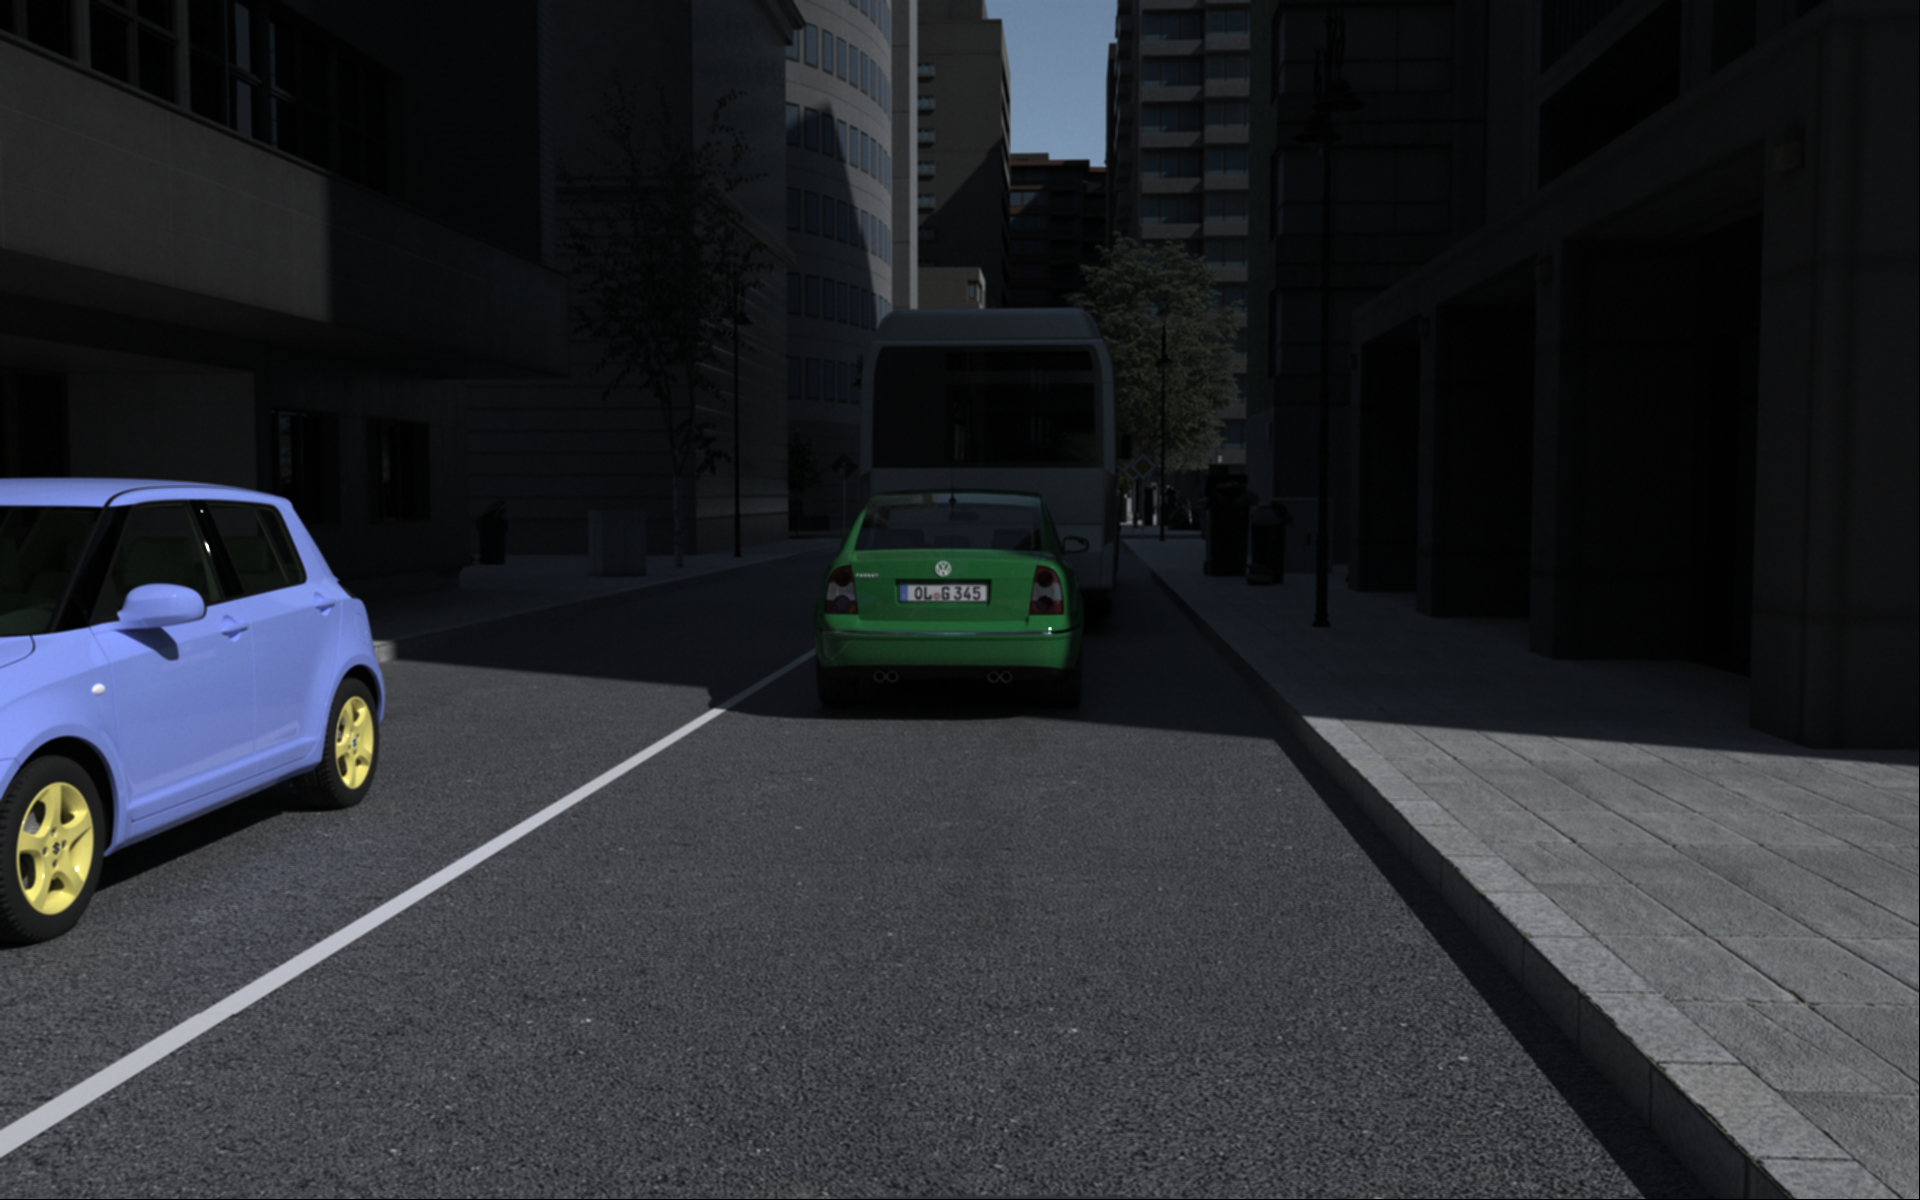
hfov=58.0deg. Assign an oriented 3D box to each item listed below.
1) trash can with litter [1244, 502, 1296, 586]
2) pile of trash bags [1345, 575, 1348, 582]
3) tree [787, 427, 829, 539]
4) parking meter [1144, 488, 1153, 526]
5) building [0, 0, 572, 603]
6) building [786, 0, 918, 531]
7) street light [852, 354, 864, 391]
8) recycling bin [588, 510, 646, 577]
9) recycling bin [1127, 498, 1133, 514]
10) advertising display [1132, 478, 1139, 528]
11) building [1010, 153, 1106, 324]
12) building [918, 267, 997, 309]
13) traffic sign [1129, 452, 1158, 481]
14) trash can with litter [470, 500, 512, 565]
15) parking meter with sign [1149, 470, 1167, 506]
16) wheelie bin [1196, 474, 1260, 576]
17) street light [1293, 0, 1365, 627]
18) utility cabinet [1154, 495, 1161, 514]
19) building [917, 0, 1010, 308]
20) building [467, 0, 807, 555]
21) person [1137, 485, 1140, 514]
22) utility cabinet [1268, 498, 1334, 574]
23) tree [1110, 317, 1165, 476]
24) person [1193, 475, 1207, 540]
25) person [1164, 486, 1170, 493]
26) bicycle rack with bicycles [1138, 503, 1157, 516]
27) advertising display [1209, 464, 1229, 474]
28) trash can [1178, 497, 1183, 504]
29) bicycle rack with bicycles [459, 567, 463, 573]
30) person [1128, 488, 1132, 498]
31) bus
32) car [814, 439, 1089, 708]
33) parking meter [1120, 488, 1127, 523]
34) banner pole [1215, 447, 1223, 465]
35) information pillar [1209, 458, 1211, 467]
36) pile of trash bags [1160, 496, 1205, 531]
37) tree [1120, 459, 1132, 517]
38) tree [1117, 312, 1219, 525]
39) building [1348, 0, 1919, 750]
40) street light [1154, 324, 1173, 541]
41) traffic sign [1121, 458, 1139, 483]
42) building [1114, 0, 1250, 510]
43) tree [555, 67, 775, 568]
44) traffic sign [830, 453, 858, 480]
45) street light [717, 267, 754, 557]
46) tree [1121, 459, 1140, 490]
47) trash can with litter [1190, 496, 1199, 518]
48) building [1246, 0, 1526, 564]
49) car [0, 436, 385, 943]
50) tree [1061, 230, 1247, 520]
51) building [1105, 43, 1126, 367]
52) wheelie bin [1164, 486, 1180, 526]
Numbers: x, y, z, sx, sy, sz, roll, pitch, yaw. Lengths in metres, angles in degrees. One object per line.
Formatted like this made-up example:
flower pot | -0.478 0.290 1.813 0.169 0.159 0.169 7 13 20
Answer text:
trash can with litter | 4.408 -0.813 24.675 0.624 1.170 1.055 1 4 18
pile of trash bags | 7.436 -0.955 25.375 3.447 1.369 1.912 -2 4 -31
tree | -4.587 -3.388 50.002 1.663 3.219 1.824 0 3 0
parking meter | 7.643 -3.782 70.241 0.372 1.533 0.369 0 3 0
building | -13.139 -11.581 8.410 14.314 24.678 30.058 0 4 4
building | -13.465 -32.322 70.467 21.231 58.520 28.212 0 4 4
street light | -3.249 -5.165 57.243 0.468 5.910 1.993 0 4 4
recycling bin | -5.403 -0.902 27.294 0.722 1.027 0.722 -2 4 -30
recycling bin | 10.896 -6.051 111.490 0.722 1.027 0.722 -1 4 -13
advertising display | 6.643 -3.699 65.696 0.123 1.923 0.974 0 4 -3
building | 7.548 -34.913 225.458 28.867 44.769 22.147 0 4 4
building | -11.354 -18.492 147.376 27.650 21.520 28.899 0 4 4
traffic sign | 5.101 -2.808 48.108 0.795 2.593 0.064 0 4 4
trash can with litter | -8.730 -1.229 31.477 1.055 1.170 0.624 -2 4 -29
parking meter with sign | 12.890 -7.288 115.426 1.738 3.016 0.543 -1 4 -19
wheelie bin | 4.211 -1.176 27.129 0.980 1.594 0.693 0 4 -3
street light | 3.500 -2.679 16.598 0.468 5.910 1.993 0 4 4
utility cabinet | 12.819 -6.188 112.327 0.306 1.237 1.020 1 4 16
building | -6.089 -33.540 172.074 21.300 48.544 21.600 0 4 4
building | -16.657 -12.260 42.257 24.055 21.916 13.314 0 4 4
person | 11.416 -6.328 109.281 0.755 1.850 0.659 -1 4 -19
utility cabinet | 5.548 -1.043 28.211 1.020 1.237 0.306 2 4 32
tree | 9.920 -11.694 109.317 7.486 12.596 7.792 0 3 0
person | 6.922 -2.602 48.701 0.709 1.813 0.853 -2 4 -27
person | 11.801 -5.621 98.439 0.515 1.767 0.782 -3 4 -36
bicycle rack with bicycles | 11.849 -5.374 101.253 2.852 0.926 2.925 3 4 37
advertising display | 5.674 -2.006 38.016 0.123 1.923 0.974 -1 4 -10
trash can | 9.453 -3.952 76.269 0.748 1.137 0.748 0 3 0
bicycle rack with bicycles | -8.948 -0.801 26.479 2.925 0.926 2.852 0 4 7
person | 12.223 -7.157 123.160 0.635 1.810 0.391 1 4 21
bus | 0.896 -1.768 23.772 2.948 3.499 13.247 0 4 5
car | 0.004 -0.257 13.004 1.959 1.807 4.718 0 4 3
parking meter | 7.265 -4.219 77.395 0.372 1.533 0.369 0 3 0
banner pole | 13.911 -6.314 93.250 0.401 3.779 0.863 3 4 38
information pillar | 16.143 -7.362 111.726 0.183 3.616 0.504 1 4 13
pile of trash bags | 9.197 -3.186 61.842 3.447 1.369 1.912 -2 4 -30
tree | 8.881 -6.199 95.952 1.663 3.219 1.824 0 3 0
tree | 8.312 -7.386 71.118 4.737 8.622 4.395 0 3 0
building | 14.758 -34.993 10.381 20.563 71.187 20.611 0 4 4
street light | 5.538 -4.555 47.261 0.468 5.910 1.993 0 4 4
traffic sign | 5.631 -3.296 56.075 0.795 2.593 0.064 0 4 4
building | 24.365 -32.239 146.708 23.786 49.044 30.456 0 4 4
tree | -5.038 -4.859 29.802 4.360 8.622 3.978 0 3 0
traffic sign | -3.273 -2.844 48.683 0.795 2.593 0.064 0 4 4
street light | -4.548 -3.820 35.241 0.468 5.910 1.993 0 4 4
tree | 12.257 -9.045 131.592 4.285 4.588 4.351 0 3 0
trash can with litter | 12.143 -4.858 90.809 1.055 1.170 0.624 -1 4 -14
building | 13.165 -21.600 36.757 14.154 41.232 14.086 0 4 4
car | -3.662 0.178 6.686 1.945 1.707 3.694 0 4 3
tree | 9.156 -10.885 84.631 9.857 13.997 8.962 0 3 0
building | 21.290 -31.772 169.586 14.600 45.320 14.200 0 4 4
wheelie bin | 8.545 -3.815 70.277 0.693 1.594 0.980 1 4 14
